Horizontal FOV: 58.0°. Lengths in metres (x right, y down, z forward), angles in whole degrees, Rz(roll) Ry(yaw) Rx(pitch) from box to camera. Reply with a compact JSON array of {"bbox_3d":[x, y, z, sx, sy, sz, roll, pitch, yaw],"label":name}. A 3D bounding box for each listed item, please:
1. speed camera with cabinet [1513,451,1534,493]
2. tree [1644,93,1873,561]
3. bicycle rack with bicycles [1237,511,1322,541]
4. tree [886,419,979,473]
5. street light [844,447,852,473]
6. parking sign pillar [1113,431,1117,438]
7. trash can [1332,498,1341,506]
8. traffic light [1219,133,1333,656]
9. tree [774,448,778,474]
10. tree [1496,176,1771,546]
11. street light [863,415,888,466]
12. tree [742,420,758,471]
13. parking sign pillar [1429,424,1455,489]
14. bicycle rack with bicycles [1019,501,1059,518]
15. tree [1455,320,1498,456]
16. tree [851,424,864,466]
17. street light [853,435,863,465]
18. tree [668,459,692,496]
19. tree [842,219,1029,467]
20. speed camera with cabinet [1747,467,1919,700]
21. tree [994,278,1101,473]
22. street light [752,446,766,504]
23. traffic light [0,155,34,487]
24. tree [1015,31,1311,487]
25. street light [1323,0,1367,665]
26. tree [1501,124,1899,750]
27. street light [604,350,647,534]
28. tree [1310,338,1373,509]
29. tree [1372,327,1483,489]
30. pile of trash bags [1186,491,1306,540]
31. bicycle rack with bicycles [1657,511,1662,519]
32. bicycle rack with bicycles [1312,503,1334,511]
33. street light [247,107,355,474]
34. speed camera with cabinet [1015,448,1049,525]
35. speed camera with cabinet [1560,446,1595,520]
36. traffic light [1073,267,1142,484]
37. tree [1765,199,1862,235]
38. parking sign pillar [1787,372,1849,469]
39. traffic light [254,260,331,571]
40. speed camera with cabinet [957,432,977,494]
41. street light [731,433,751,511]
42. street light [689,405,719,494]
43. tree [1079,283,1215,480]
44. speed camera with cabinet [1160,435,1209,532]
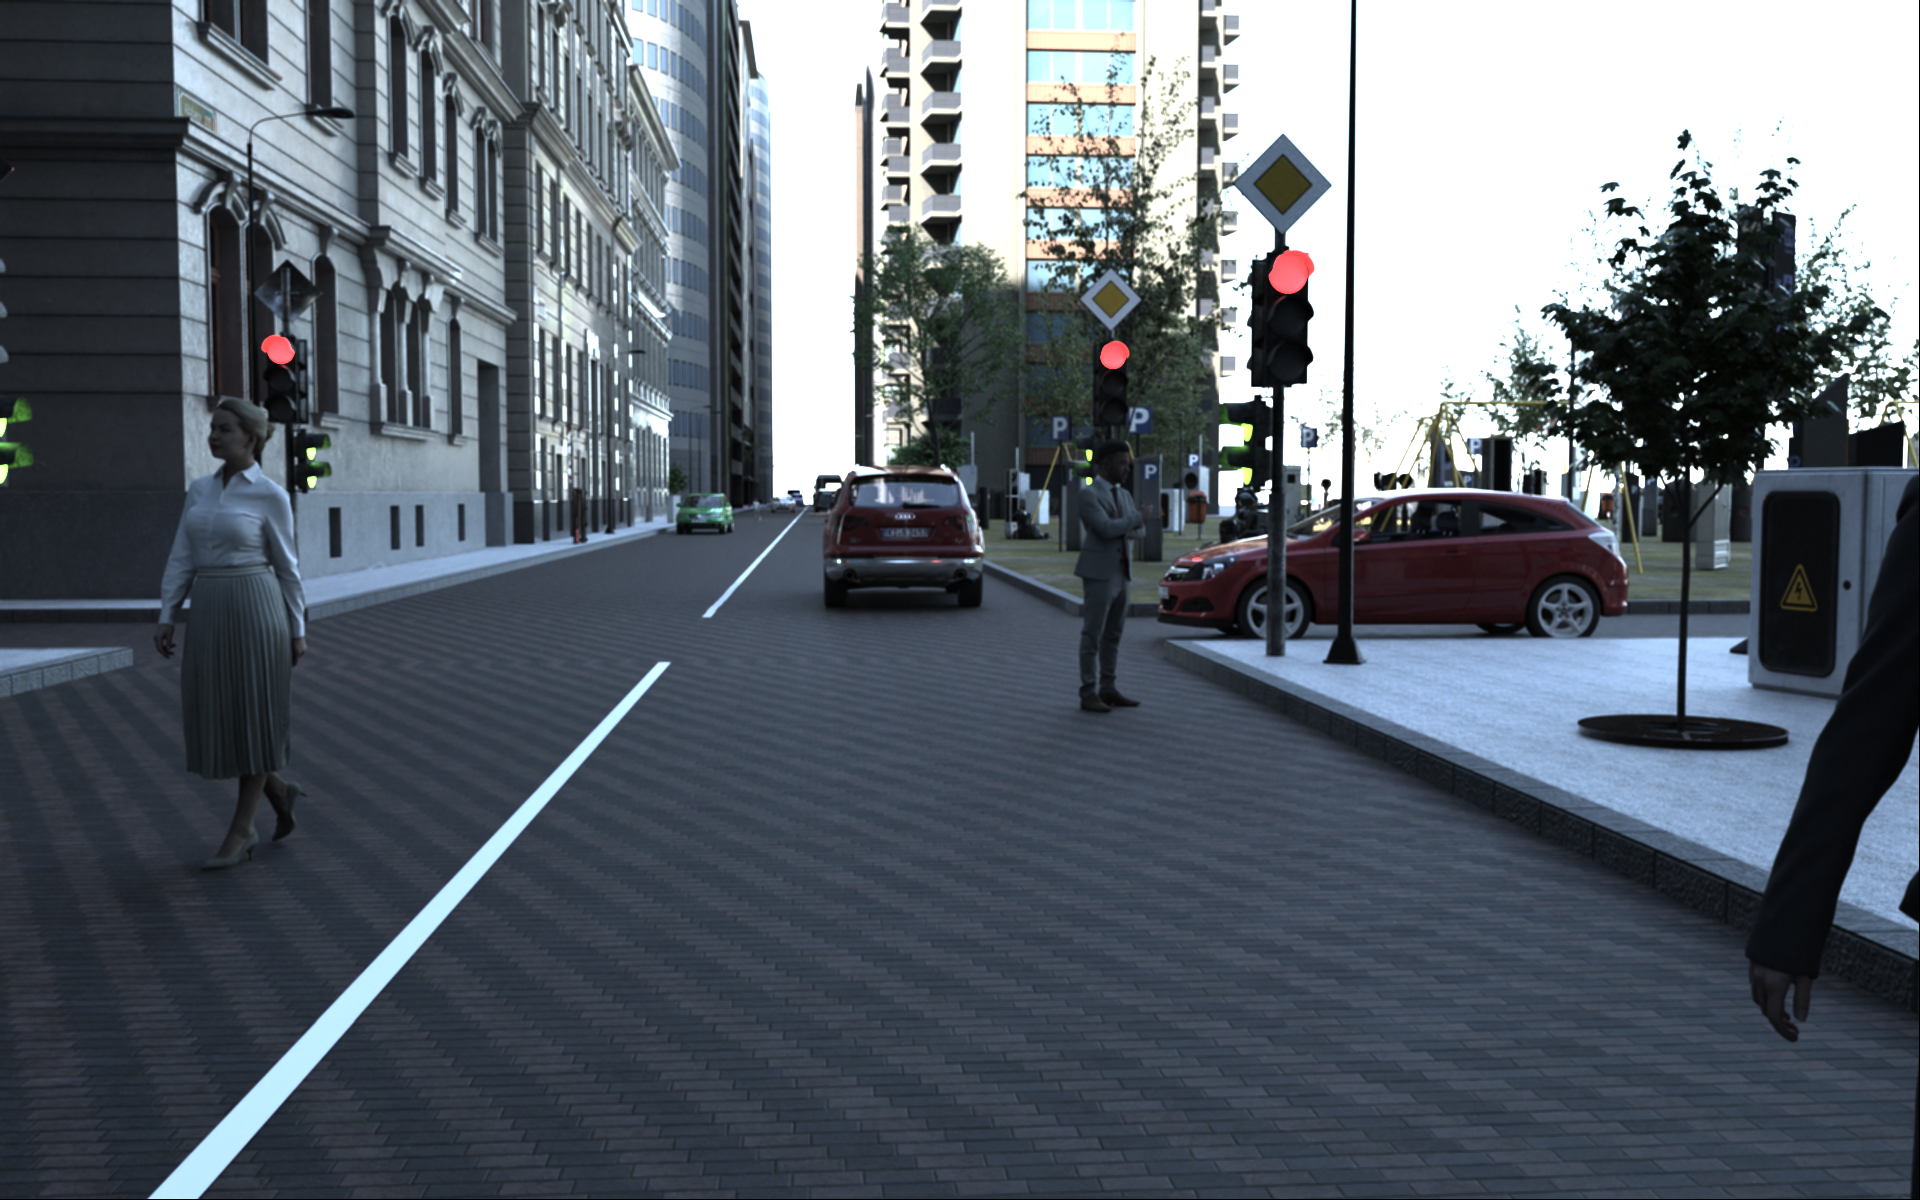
[{"bbox_3d":[26.008,-5.212,79.547,2.038,3.252,0.660,-3,5,-42],"label":"speed camera with cabinet"},{"bbox_3d":[14.876,-5.050,32.931,4.360,8.622,3.978,0,3,0],"label":"tree"},{"bbox_3d":[6.146,-1.046,30.491,2.925,0.926,2.852,0,4,2],"label":"bicycle rack with bicycles"},{"bbox_3d":[-0.897,-5.595,75.191,4.285,4.588,4.351,0,3,0],"label":"tree"},{"bbox_3d":[-10.603,-12.249,172.805,1.470,5.913,1.316,0,4,-5],"label":"street light"},{"bbox_3d":[6.141,-5.204,73.553,1.447,3.967,1.447,-3,4,-37],"label":"parking sign pillar"},{"bbox_3d":[12.917,-2.863,58.467,0.748,1.137,0.748,0,3,0],"label":"trash can"},{"bbox_3d":[2.490,-1.513,13.652,0.839,4.253,0.868,0,4,-5],"label":"traffic light"},{"bbox_3d":[-28.508,-18.640,255.121,4.360,8.622,3.978,0,3,0],"label":"tree"},{"bbox_3d":[15.901,-5.555,41.188,4.737,8.622,4.395,0,3,0],"label":"tree"},{"bbox_3d":[-4.801,-7.904,101.768,1.470,5.913,1.316,0,4,-5],"label":"street light"},{"bbox_3d":[-22.069,-13.481,170.775,4.360,8.622,3.978,0,3,0],"label":"tree"},{"bbox_3d":[18.584,-4.787,66.735,1.447,3.967,1.447,3,5,44],"label":"parking sign pillar"},{"bbox_3d":[3.933,-4.910,93.662,2.852,0.926,2.925,-2,4,-27],"label":"bicycle rack with bicycles"},{"bbox_3d":[20.833,-6.881,62.865,4.737,8.622,4.395,0,3,0],"label":"tree"},{"bbox_3d":[-9.335,-14.059,180.231,4.360,8.622,3.978,0,3,0],"label":"tree"},{"bbox_3d":[-7.606,-10.071,137.209,1.470,5.913,1.316,0,4,-5],"label":"street light"},{"bbox_3d":[-15.549,-6.141,95.007,1.663,3.219,1.824,0,3,0],"label":"tree"},{"bbox_3d":[-0.968,-8.607,66.473,9.928,11.665,9.643,0,3,0],"label":"tree"},{"bbox_3d":[5.778,-0.991,10.534,0.660,3.252,2.038,-1,4,-17],"label":"speed camera with cabinet"},{"bbox_3d":[3.516,-6.587,58.056,4.737,8.622,4.395,0,3,0],"label":"tree"},{"bbox_3d":[-19.849,-11.941,167.770,1.470,5.913,1.316,0,4,-5],"label":"street light"},{"bbox_3d":[-7.387,-1.463,12.837,0.839,4.253,0.868,0,4,-5],"label":"traffic light"},{"bbox_3d":[2.793,-4.794,28.739,4.360,8.622,3.978,0,3,0],"label":"tree"},{"bbox_3d":[2.391,-2.473,12.973,1.470,5.913,1.316,0,4,-5],"label":"street light"},{"bbox_3d":[3.842,-0.894,9.223,1.663,3.219,1.824,0,3,0],"label":"tree"},{"bbox_3d":[-10.784,-5.095,55.840,1.470,5.913,1.316,0,4,-5],"label":"street light"},{"bbox_3d":[17.041,-8.043,81.861,4.360,8.622,3.978,0,3,0],"label":"tree"},{"bbox_3d":[21.266,-7.732,76.780,4.360,8.622,3.978,0,3,0],"label":"tree"},{"bbox_3d":[8.106,-2.406,49.097,3.447,1.369,1.912,0,4,-6],"label":"pile of trash bags"},{"bbox_3d":[27.868,-3.242,66.390,2.852,0.926,2.925,0,4,-8],"label":"bicycle rack with bicycles"},{"bbox_3d":[15.842,-3.644,72.956,2.925,0.926,2.852,-2,4,-33],"label":"bicycle rack with bicycles"},{"bbox_3d":[-7.959,-2.958,20.910,1.470,5.913,1.316,0,4,-5],"label":"street light"},{"bbox_3d":[2.954,-4.833,73.352,0.660,3.252,2.038,-2,4,-34],"label":"speed camera with cabinet"},{"bbox_3d":[25.614,-4.740,71.842,2.038,3.252,0.660,-3,5,-45],"label":"speed camera with cabinet"},{"bbox_3d":[1.844,-1.999,21.611,0.839,4.253,0.868,0,4,-5],"label":"traffic light"},{"bbox_3d":[20.564,-5.637,42.524,4.737,8.622,4.395,0,3,0],"label":"tree"},{"bbox_3d":[18.900,-3.042,38.205,1.447,3.967,1.447,-1,4,-21],"label":"parking sign pillar"},{"bbox_3d":[-8.033,-1.950,20.796,0.839,4.253,0.868,0,4,-5],"label":"traffic light"},{"bbox_3d":[0.124,-3.770,55.975,0.660,3.252,2.038,0,4,-6],"label":"speed camera with cabinet"},{"bbox_3d":[-16.909,-9.766,132.217,1.470,5.913,1.316,0,4,-5],"label":"street light"},{"bbox_3d":[-13.587,-7.231,90.772,1.470,5.913,1.316,0,4,-5],"label":"street light"},{"bbox_3d":[10.160,-10.731,93.581,7.486,12.596,7.792,0,3,0],"label":"tree"},{"bbox_3d":[7.387,-3.909,58.240,0.660,3.252,2.038,-3,5,-45],"label":"speed camera with cabinet"}]
